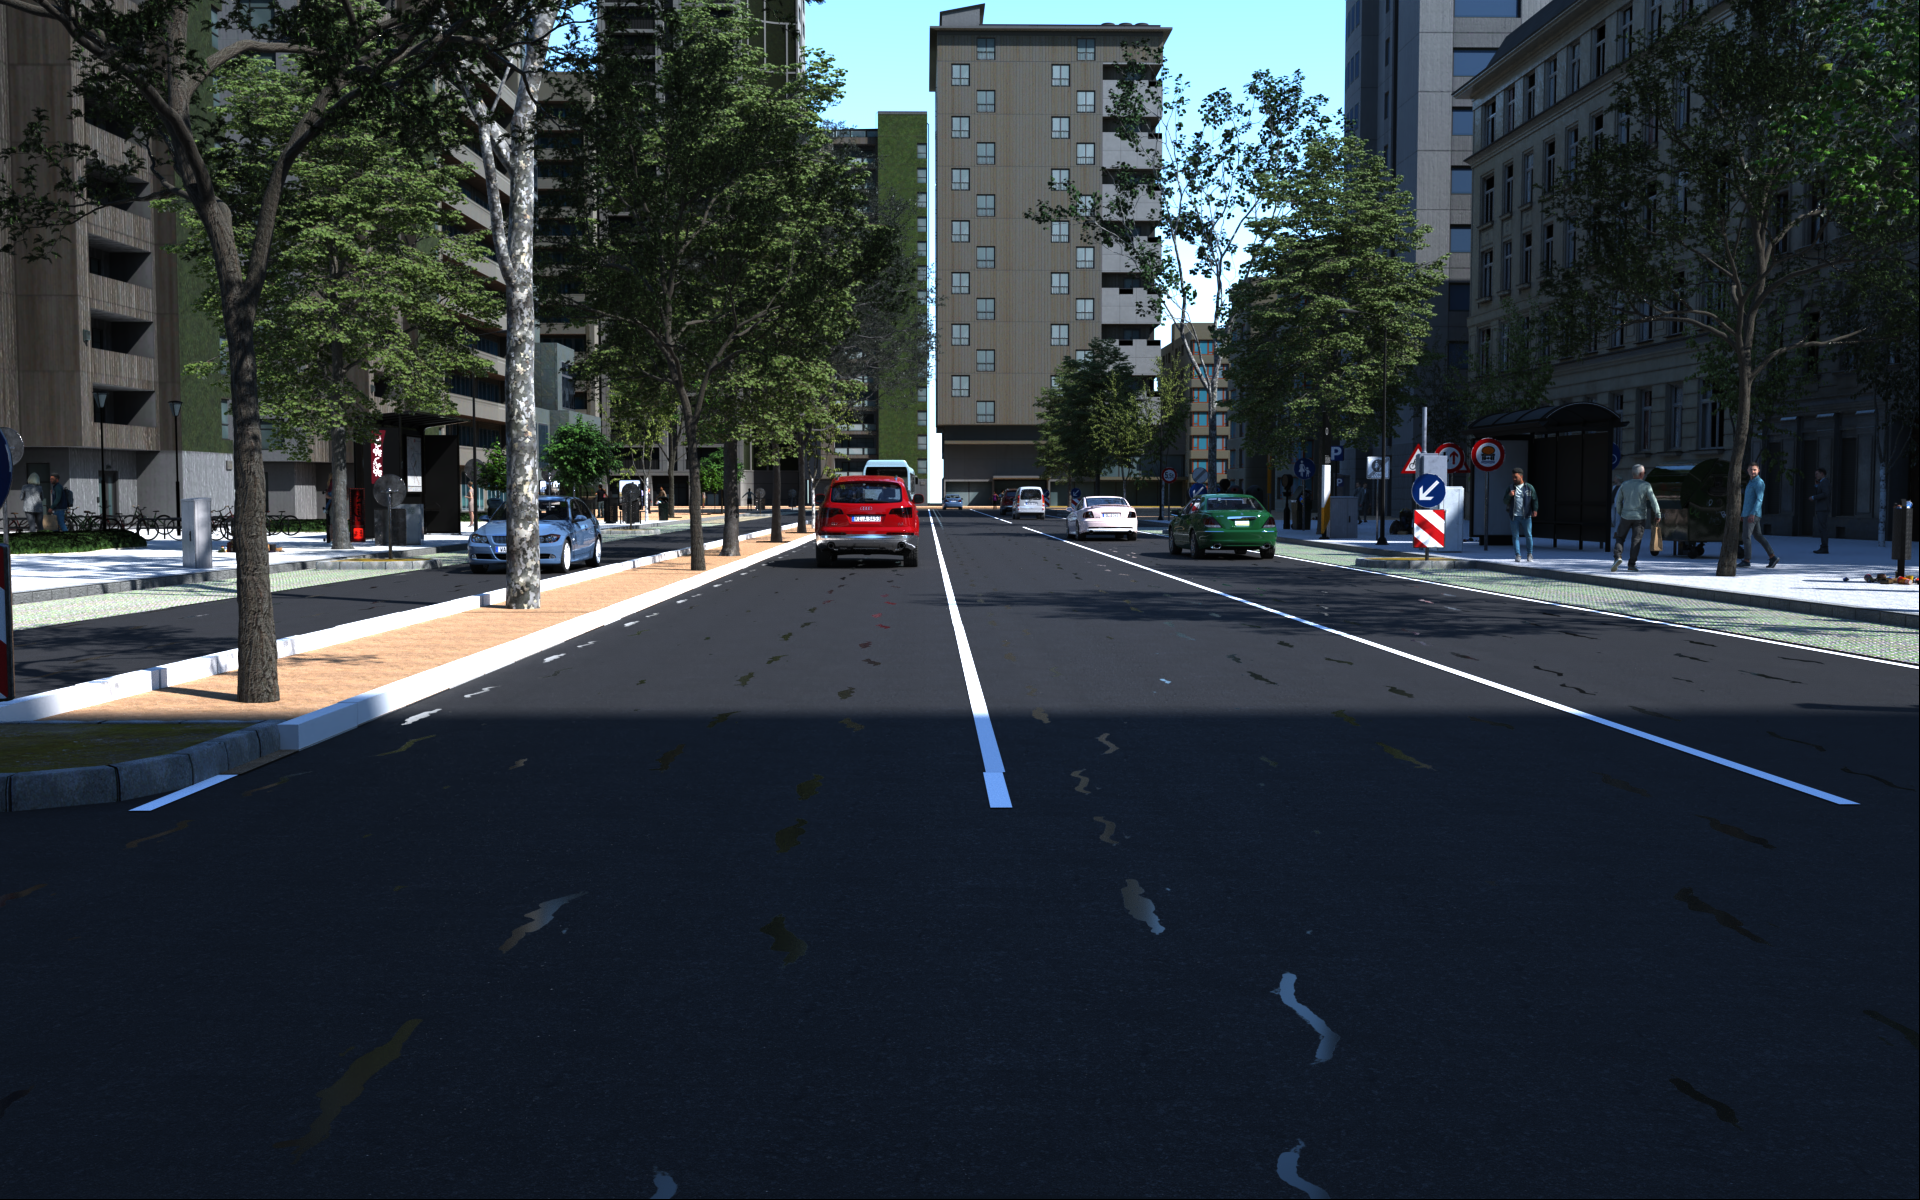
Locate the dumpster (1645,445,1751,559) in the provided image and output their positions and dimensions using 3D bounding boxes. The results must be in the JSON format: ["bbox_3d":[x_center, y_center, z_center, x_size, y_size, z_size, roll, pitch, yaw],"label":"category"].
[{"bbox_3d":[14.888,-1.988,34.997,1.502,2.255,1.985,0,4,-1],"label":"dumpster"}]

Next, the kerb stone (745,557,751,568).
[{"bbox_3d":[-4.233,-0.704,33.712,0.120,0.150,1.000,0,4,-1],"label":"kerb stone"}]

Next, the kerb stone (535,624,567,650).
[{"bbox_3d":[-3.885,0.361,16.299,0.120,0.150,1.000,0,4,-1],"label":"kerb stone"}]

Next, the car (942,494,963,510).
[{"bbox_3d":[-0.697,-8.997,159.107,2.014,1.417,4.499,0,4,-2],"label":"car"}]

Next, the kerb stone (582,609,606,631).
[{"bbox_3d":[-3.933,0.236,18.343,0.120,0.150,1.000,0,4,-1],"label":"kerb stone"}]

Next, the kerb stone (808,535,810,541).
[{"bbox_3d":[-4.591,-1.766,51.146,0.120,0.150,1.000,0,4,-1],"label":"kerb stone"}]

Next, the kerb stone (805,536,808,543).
[{"bbox_3d":[-4.570,-1.706,50.123,0.120,0.150,1.000,0,4,-1],"label":"kerb stone"}]

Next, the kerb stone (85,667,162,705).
[{"bbox_3d":[-5.904,0.614,12.156,0.120,0.150,1.000,0,4,-1],"label":"kerb stone"}]

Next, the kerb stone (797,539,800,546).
[{"bbox_3d":[-4.502,-1.519,47.043,0.120,0.150,1.000,0,4,-1],"label":"kerb stone"}]

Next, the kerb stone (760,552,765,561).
[{"bbox_3d":[-4.304,-0.892,36.787,0.120,0.150,1.000,0,4,-1],"label":"kerb stone"}]

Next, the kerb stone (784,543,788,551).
[{"bbox_3d":[-4.429,-1.269,42.938,0.120,0.150,1.000,0,4,-1],"label":"kerb stone"}]

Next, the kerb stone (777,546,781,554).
[{"bbox_3d":[-4.378,-1.143,40.888,0.120,0.150,1.000,0,4,-1],"label":"kerb stone"}]

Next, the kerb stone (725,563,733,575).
[{"bbox_3d":[-4.176,-0.517,30.643,0.120,0.150,1.000,0,4,-1],"label":"kerb stone"}]

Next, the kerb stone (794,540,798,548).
[{"bbox_3d":[-4.480,-1.457,46.021,0.120,0.150,1.000,0,4,-1],"label":"kerb stone"}]

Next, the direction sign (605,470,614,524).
[{"bbox_3d":[-15.233,-5.082,75.093,0.379,3.537,0.876,0,4,-5],"label":"direction sign"}]

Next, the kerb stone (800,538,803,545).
[{"bbox_3d":[-4.524,-1.577,48.066,0.120,0.150,1.000,0,4,-1],"label":"kerb stone"}]

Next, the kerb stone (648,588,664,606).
[{"bbox_3d":[-4.009,-0.014,22.445,0.120,0.150,1.000,0,4,-1],"label":"kerb stone"}]

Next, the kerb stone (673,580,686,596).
[{"bbox_3d":[-4.047,-0.141,24.504,0.120,0.150,1.000,0,4,-1],"label":"kerb stone"}]

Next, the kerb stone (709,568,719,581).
[{"bbox_3d":[-4.134,-0.392,28.599,0.120,0.150,1.000,0,4,-1],"label":"kerb stone"}]

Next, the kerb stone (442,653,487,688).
[{"bbox_3d":[-3.822,0.549,13.225,0.120,0.150,1.000,0,4,-1],"label":"kerb stone"}]

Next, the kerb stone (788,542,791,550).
[{"bbox_3d":[-4.445,-1.332,43.974,0.120,0.150,1.000,0,4,-1],"label":"kerb stone"}]

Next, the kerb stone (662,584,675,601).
[{"bbox_3d":[-4.025,-0.075,23.477,0.120,0.150,1.000,0,4,-1],"label":"kerb stone"}]

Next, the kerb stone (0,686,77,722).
[{"bbox_3d":[-5.886,0.682,11.131,0.120,0.150,1.000,0,4,-1],"label":"kerb stone"}]

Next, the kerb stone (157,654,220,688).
[{"bbox_3d":[-5.920,0.552,13.181,0.120,0.150,1.000,0,4,-1],"label":"kerb stone"}]

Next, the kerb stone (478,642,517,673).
[{"bbox_3d":[-3.842,0.486,14.248,0.120,0.150,1.000,0,4,-1],"label":"kerb stone"}]

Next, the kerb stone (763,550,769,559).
[{"bbox_3d":[-4.324,-0.952,37.809,0.120,0.150,1.000,0,4,-1],"label":"kerb stone"}]

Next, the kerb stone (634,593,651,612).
[{"bbox_3d":[-3.987,0.048,21.418,0.120,0.150,1.000,0,4,-1],"label":"kerb stone"}]

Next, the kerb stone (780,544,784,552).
[{"bbox_3d":[-4.411,-1.205,41.912,0.120,0.150,1.000,0,4,-1],"label":"kerb stone"}]

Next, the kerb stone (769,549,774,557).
[{"bbox_3d":[-4.341,-1.018,38.838,0.120,0.150,1.000,0,4,-1],"label":"kerb stone"}]

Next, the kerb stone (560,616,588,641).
[{"bbox_3d":[-3.908,0.298,17.321,0.120,0.150,1.000,0,4,-1],"label":"kerb stone"}]

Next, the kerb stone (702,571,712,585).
[{"bbox_3d":[-4.111,-0.326,27.577,0.120,0.150,1.000,0,4,-1],"label":"kerb stone"}]

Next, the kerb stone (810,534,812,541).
[{"bbox_3d":[-4.618,-1.833,52.173,0.120,0.150,1.000,0,4,-1],"label":"kerb stone"}]

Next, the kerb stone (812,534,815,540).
[{"bbox_3d":[-4.636,-1.893,53.195,0.120,0.150,1.000,0,4,-1],"label":"kerb stone"}]

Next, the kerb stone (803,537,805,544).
[{"bbox_3d":[-4.551,-1.645,49.093,0.120,0.150,1.000,0,4,-1],"label":"kerb stone"}]

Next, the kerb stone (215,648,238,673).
[{"bbox_3d":[-5.942,0.489,14.207,0.120,0.150,1.000,0,4,-1],"label":"kerb stone"}]

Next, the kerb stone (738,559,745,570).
[{"bbox_3d":[-4.220,-0.642,32.690,0.120,0.150,1.000,0,4,-1],"label":"kerb stone"}]

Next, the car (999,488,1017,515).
[{"bbox_3d":[3.798,-6.719,118.525,2.281,1.827,5.304,0,4,-1],"label":"car"}]

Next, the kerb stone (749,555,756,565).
[{"bbox_3d":[-4.258,-0.759,34.741,0.120,0.150,1.000,0,4,-1],"label":"kerb stone"}]

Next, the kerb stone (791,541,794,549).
[{"bbox_3d":[-4.466,-1.395,44.999,0.120,0.150,1.000,0,4,-1],"label":"kerb stone"}]

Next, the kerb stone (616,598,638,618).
[{"bbox_3d":[-3.969,0.110,20.396,0.120,0.150,1.000,0,4,-1],"label":"kerb stone"}]

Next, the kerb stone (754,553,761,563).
[{"bbox_3d":[-4.280,-0.830,35.765,0.120,0.150,1.000,0,4,-1],"label":"kerb stone"}]

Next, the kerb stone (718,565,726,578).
[{"bbox_3d":[-4.159,-0.454,29.621,0.120,0.150,1.000,0,4,-1],"label":"kerb stone"}]

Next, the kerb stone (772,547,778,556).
[{"bbox_3d":[-4.361,-1.081,39.863,0.120,0.150,1.000,0,4,-1],"label":"kerb stone"}]

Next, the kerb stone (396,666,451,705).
[{"bbox_3d":[-3.805,0.611,12.201,0.120,0.150,1.000,0,4,-1],"label":"kerb stone"}]

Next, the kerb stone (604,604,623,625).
[{"bbox_3d":[-3.942,0.177,19.366,0.120,0.150,1.000,0,4,-1],"label":"kerb stone"}]

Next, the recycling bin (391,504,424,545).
[{"bbox_3d":[-13.999,-1.916,43.874,0.722,1.027,0.722,-1,4,-9],"label":"recycling bin"}]

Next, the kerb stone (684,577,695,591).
[{"bbox_3d":[-4.071,-0.204,25.531,0.120,0.150,1.000,0,4,-1],"label":"kerb stone"}]

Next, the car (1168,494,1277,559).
[{"bbox_3d":[5.982,-1.710,39.753,2.131,1.459,4.920,0,4,-3],"label":"car"}]

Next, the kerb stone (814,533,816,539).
[{"bbox_3d":[-4.654,-1.957,54.220,0.120,0.150,1.000,0,4,-1],"label":"kerb stone"}]

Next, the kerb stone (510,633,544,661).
[{"bbox_3d":[-3.865,0.426,15.275,0.120,0.150,1.000,0,4,-1],"label":"kerb stone"}]

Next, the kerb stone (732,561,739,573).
[{"bbox_3d":[-4.198,-0.576,31.665,0.120,0.150,1.000,0,4,-1],"label":"kerb stone"}]

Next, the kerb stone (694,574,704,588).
[{"bbox_3d":[-4.086,-0.259,26.553,0.120,0.150,1.000,0,4,-1],"label":"kerb stone"}]

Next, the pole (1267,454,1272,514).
[{"bbox_3d":[14.945,-5.495,83.691,0.158,3.312,0.155,0,3,0],"label":"pole"}]
